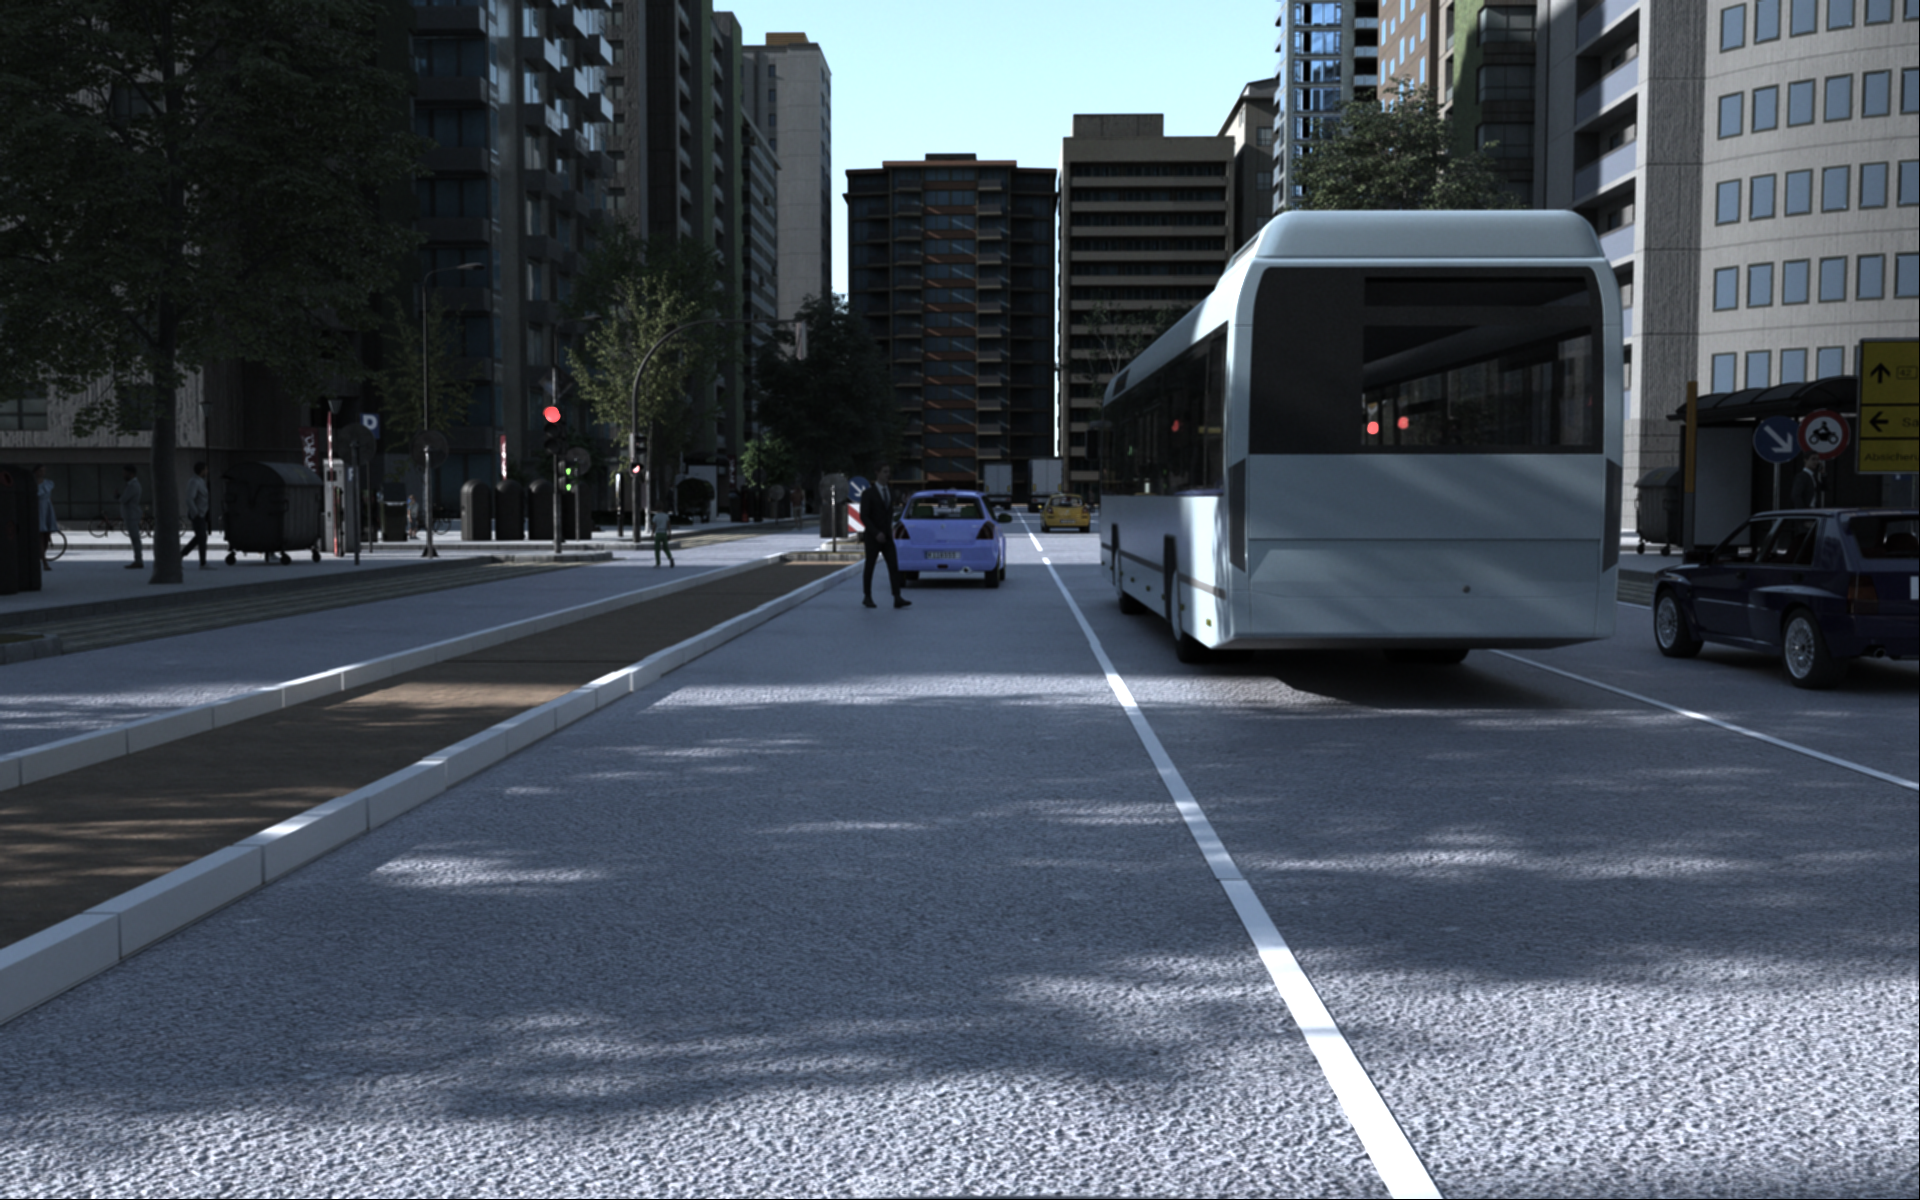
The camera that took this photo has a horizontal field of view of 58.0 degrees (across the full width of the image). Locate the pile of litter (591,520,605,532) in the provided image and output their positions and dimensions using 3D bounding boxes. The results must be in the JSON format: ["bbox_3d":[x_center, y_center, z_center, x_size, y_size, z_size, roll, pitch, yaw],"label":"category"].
[{"bbox_3d":[-12.976,-2.745,58.846,1.719,0.858,1.176,0,4,7],"label":"pile of litter"}]

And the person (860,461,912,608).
[{"bbox_3d":[-0.947,-0.827,21.800,0.659,1.850,0.755,-3,5,-43],"label":"person"}]

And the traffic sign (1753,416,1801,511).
[{"bbox_3d":[13.330,-1.723,28.284,0.768,2.556,0.104,1,4,10],"label":"traffic sign"}]

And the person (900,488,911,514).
[{"bbox_3d":[-2.920,-5.039,91.476,0.643,1.750,0.593,2,4,33],"label":"person"}]

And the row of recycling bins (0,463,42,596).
[{"bbox_3d":[-12.359,-0.884,21.558,1.069,1.692,3.534,-1,4,-13],"label":"row of recycling bins"}]

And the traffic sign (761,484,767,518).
[{"bbox_3d":[-10.225,-5.475,91.642,0.606,2.300,0.079,0,4,2],"label":"traffic sign"}]

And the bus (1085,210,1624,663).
[{"bbox_3d":[3.104,-1.407,17.870,2.948,3.499,13.247,0,4,1],"label":"bus"}]

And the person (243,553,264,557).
[{"bbox_3d":[-14.311,-1.520,35.142,0.590,1.304,0.306,2,4,25],"label":"person"}]

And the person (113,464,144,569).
[{"bbox_3d":[-14.359,-1.448,29.897,0.466,1.800,0.511,-3,4,-37],"label":"person"}]

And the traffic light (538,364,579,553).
[{"bbox_3d":[-8.675,-2.961,37.330,0.839,4.253,0.868,0,4,2],"label":"traffic light"}]

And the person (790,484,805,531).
[{"bbox_3d":[-6.372,-3.641,68.010,0.573,1.828,0.580,1,4,8],"label":"person"}]

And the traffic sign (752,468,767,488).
[{"bbox_3d":[-9.807,-5.171,84.648,0.768,2.556,0.104,0,4,6],"label":"traffic sign"}]

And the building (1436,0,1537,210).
[{"bbox_3d":[30.159,-24.407,82.645,14.154,41.232,14.086,0,4,2],"label":"building"}]

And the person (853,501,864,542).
[{"bbox_3d":[-2.721,-2.333,46.825,0.473,1.802,0.592,0,4,4],"label":"person"}]

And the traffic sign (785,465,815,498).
[{"bbox_3d":[-10.526,-7.328,113.685,2.265,3.308,0.079,1,4,9],"label":"traffic sign"}]

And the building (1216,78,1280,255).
[{"bbox_3d":[48.259,-38.992,226.752,27.495,52.752,28.713,0,4,2],"label":"building"}]

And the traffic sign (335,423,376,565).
[{"bbox_3d":[-10.877,-1.900,31.170,0.768,2.556,0.104,0,4,6],"label":"traffic sign"}]

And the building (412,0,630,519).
[{"bbox_3d":[-32.985,-29.405,100.382,23.786,49.044,30.456,0,4,2],"label":"building"}]

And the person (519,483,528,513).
[{"bbox_3d":[-20.377,-4.517,80.321,0.534,1.772,0.576,2,4,35],"label":"person"}]

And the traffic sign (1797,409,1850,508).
[{"bbox_3d":[12.939,-1.586,26.041,0.768,2.556,0.104,0,4,3],"label":"traffic sign"}]

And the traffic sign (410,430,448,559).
[{"bbox_3d":[-10.532,-2.095,34.363,0.768,2.556,0.104,0,4,4],"label":"traffic sign"}]

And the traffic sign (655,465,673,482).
[{"bbox_3d":[-12.760,-4.559,74.653,0.768,2.556,0.104,0,4,6],"label":"traffic sign"}]

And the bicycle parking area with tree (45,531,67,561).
[{"bbox_3d":[-21.002,-2.617,29.797,8.231,4.147,9.016,1,4,17],"label":"bicycle parking area with tree"}]

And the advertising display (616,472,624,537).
[{"bbox_3d":[-10.229,-2.869,52.115,0.123,1.923,0.974,-1,4,-18],"label":"advertising display"}]

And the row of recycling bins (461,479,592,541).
[{"bbox_3d":[-12.080,-2.520,48.309,3.534,1.692,1.069,-1,4,-20],"label":"row of recycling bins"}]

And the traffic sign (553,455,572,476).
[{"bbox_3d":[-11.936,-3.195,52.346,0.768,2.556,0.104,0,4,4],"label":"traffic sign"}]

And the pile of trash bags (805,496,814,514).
[{"bbox_3d":[-10.772,-6.256,112.042,1.912,1.369,3.447,-3,5,-40],"label":"pile of trash bags"}]

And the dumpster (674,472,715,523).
[{"bbox_3d":[-11.664,-4.501,76.087,1.502,2.255,1.985,0,4,1],"label":"dumpster"}]

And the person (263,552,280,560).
[{"bbox_3d":[-13.366,-1.578,33.653,0.330,1.601,0.589,-2,4,-30],"label":"person"}]

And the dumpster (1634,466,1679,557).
[{"bbox_3d":[15.014,-1.861,36.189,1.264,1.857,1.865,0,4,1],"label":"dumpster"}]

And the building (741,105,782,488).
[{"bbox_3d":[-30.455,-29.213,169.519,23.993,40.220,32.217,0,4,2],"label":"building"}]

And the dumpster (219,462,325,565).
[{"bbox_3d":[-12.624,-1.594,31.816,1.264,1.857,1.865,0,4,2],"label":"dumpster"}]

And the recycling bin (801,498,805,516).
[{"bbox_3d":[-9.771,-5.580,103.784,0.722,1.027,0.722,2,4,26],"label":"recycling bin"}]

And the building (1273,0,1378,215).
[{"bbox_3d":[38.696,-52.231,166.643,22.319,86.520,31.000,0,4,2],"label":"building"}]

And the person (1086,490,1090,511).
[{"bbox_3d":[10.792,-8.247,143.888,0.434,1.755,0.990,3,4,37],"label":"person"}]

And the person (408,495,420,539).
[{"bbox_3d":[-15.465,-2.343,49.032,0.332,1.250,0.352,-1,4,-20],"label":"person"}]

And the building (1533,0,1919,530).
[{"bbox_3d":[38.524,-31.970,64.709,28.212,58.520,21.231,0,4,2],"label":"building"}]

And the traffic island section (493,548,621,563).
[{"bbox_3d":[-8.715,-0.929,37.466,2.009,0.180,2.903,0,4,2],"label":"traffic island section"}]

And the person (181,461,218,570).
[{"bbox_3d":[-13.020,-1.439,29.420,0.795,1.843,0.661,0,4,-7],"label":"person"}]

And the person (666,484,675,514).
[{"bbox_3d":[-15.617,-5.386,93.889,0.755,1.850,0.659,-1,4,-9],"label":"person"}]

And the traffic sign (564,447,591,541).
[{"bbox_3d":[-10.388,-2.867,46.977,0.768,2.556,0.104,0,4,8],"label":"traffic sign"}]

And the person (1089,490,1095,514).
[{"bbox_3d":[9.549,-7.202,126.776,0.617,1.759,0.750,-2,4,-29],"label":"person"}]

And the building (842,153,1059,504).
[{"bbox_3d":[-1.812,-34.908,225.367,28.867,44.769,22.147,0,4,2],"label":"building"}]

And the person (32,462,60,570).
[{"bbox_3d":[-15.545,-1.410,29.197,0.778,1.811,0.616,3,5,44],"label":"person"}]

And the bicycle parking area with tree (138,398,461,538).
[{"bbox_3d":[-20.977,-4.042,53.090,8.231,4.147,9.016,3,4,37],"label":"bicycle parking area with tree"}]

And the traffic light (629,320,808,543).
[{"bbox_3d":[-6.363,-4.319,45.290,4.771,5.953,1.251,0,4,2],"label":"traffic light"}]

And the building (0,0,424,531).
[{"bbox_3d":[-29.491,-17.925,64.767,14.160,30.474,14.107,0,4,2],"label":"building"}]

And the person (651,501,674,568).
[{"bbox_3d":[-5.747,-1.266,33.455,0.306,1.304,0.590,-3,5,-44],"label":"person"}]

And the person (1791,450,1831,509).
[{"bbox_3d":[12.102,-1.176,24.630,0.474,1.900,0.648,2,4,32],"label":"person"}]

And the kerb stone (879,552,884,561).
[{"bbox_3d":[-1.745,-0.944,37.622,0.120,0.150,1.000,0,4,2],"label":"kerb stone"}]

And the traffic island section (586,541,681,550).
[{"bbox_3d":[-8.497,-1.417,45.448,2.009,0.180,2.903,0,4,2],"label":"traffic island section"}]

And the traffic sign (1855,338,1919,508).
[{"bbox_3d":[12.852,-1.755,22.562,2.265,3.308,0.079,0,4,8],"label":"traffic sign"}]

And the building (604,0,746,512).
[{"bbox_3d":[-25.822,-28.076,142.641,14.154,41.232,14.086,0,4,2],"label":"building"}]

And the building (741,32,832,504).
[{"bbox_3d":[-30.971,-41.789,225.249,28.212,58.520,21.231,0,4,2],"label":"building"}]

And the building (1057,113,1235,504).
[{"bbox_3d":[23.395,-36.711,223.931,21.600,48.544,21.300,0,4,2],"label":"building"}]

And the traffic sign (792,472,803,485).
[{"bbox_3d":[-9.539,-6.167,100.943,0.768,2.556,0.104,0,4,4],"label":"traffic sign"}]

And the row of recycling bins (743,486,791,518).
[{"bbox_3d":[-10.484,-5.294,93.670,3.534,1.692,1.069,3,5,42],"label":"row of recycling bins"}]

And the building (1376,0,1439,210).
[{"bbox_3d":[34.070,-27.923,106.651,14.600,45.320,14.200,0,4,2],"label":"building"}]
